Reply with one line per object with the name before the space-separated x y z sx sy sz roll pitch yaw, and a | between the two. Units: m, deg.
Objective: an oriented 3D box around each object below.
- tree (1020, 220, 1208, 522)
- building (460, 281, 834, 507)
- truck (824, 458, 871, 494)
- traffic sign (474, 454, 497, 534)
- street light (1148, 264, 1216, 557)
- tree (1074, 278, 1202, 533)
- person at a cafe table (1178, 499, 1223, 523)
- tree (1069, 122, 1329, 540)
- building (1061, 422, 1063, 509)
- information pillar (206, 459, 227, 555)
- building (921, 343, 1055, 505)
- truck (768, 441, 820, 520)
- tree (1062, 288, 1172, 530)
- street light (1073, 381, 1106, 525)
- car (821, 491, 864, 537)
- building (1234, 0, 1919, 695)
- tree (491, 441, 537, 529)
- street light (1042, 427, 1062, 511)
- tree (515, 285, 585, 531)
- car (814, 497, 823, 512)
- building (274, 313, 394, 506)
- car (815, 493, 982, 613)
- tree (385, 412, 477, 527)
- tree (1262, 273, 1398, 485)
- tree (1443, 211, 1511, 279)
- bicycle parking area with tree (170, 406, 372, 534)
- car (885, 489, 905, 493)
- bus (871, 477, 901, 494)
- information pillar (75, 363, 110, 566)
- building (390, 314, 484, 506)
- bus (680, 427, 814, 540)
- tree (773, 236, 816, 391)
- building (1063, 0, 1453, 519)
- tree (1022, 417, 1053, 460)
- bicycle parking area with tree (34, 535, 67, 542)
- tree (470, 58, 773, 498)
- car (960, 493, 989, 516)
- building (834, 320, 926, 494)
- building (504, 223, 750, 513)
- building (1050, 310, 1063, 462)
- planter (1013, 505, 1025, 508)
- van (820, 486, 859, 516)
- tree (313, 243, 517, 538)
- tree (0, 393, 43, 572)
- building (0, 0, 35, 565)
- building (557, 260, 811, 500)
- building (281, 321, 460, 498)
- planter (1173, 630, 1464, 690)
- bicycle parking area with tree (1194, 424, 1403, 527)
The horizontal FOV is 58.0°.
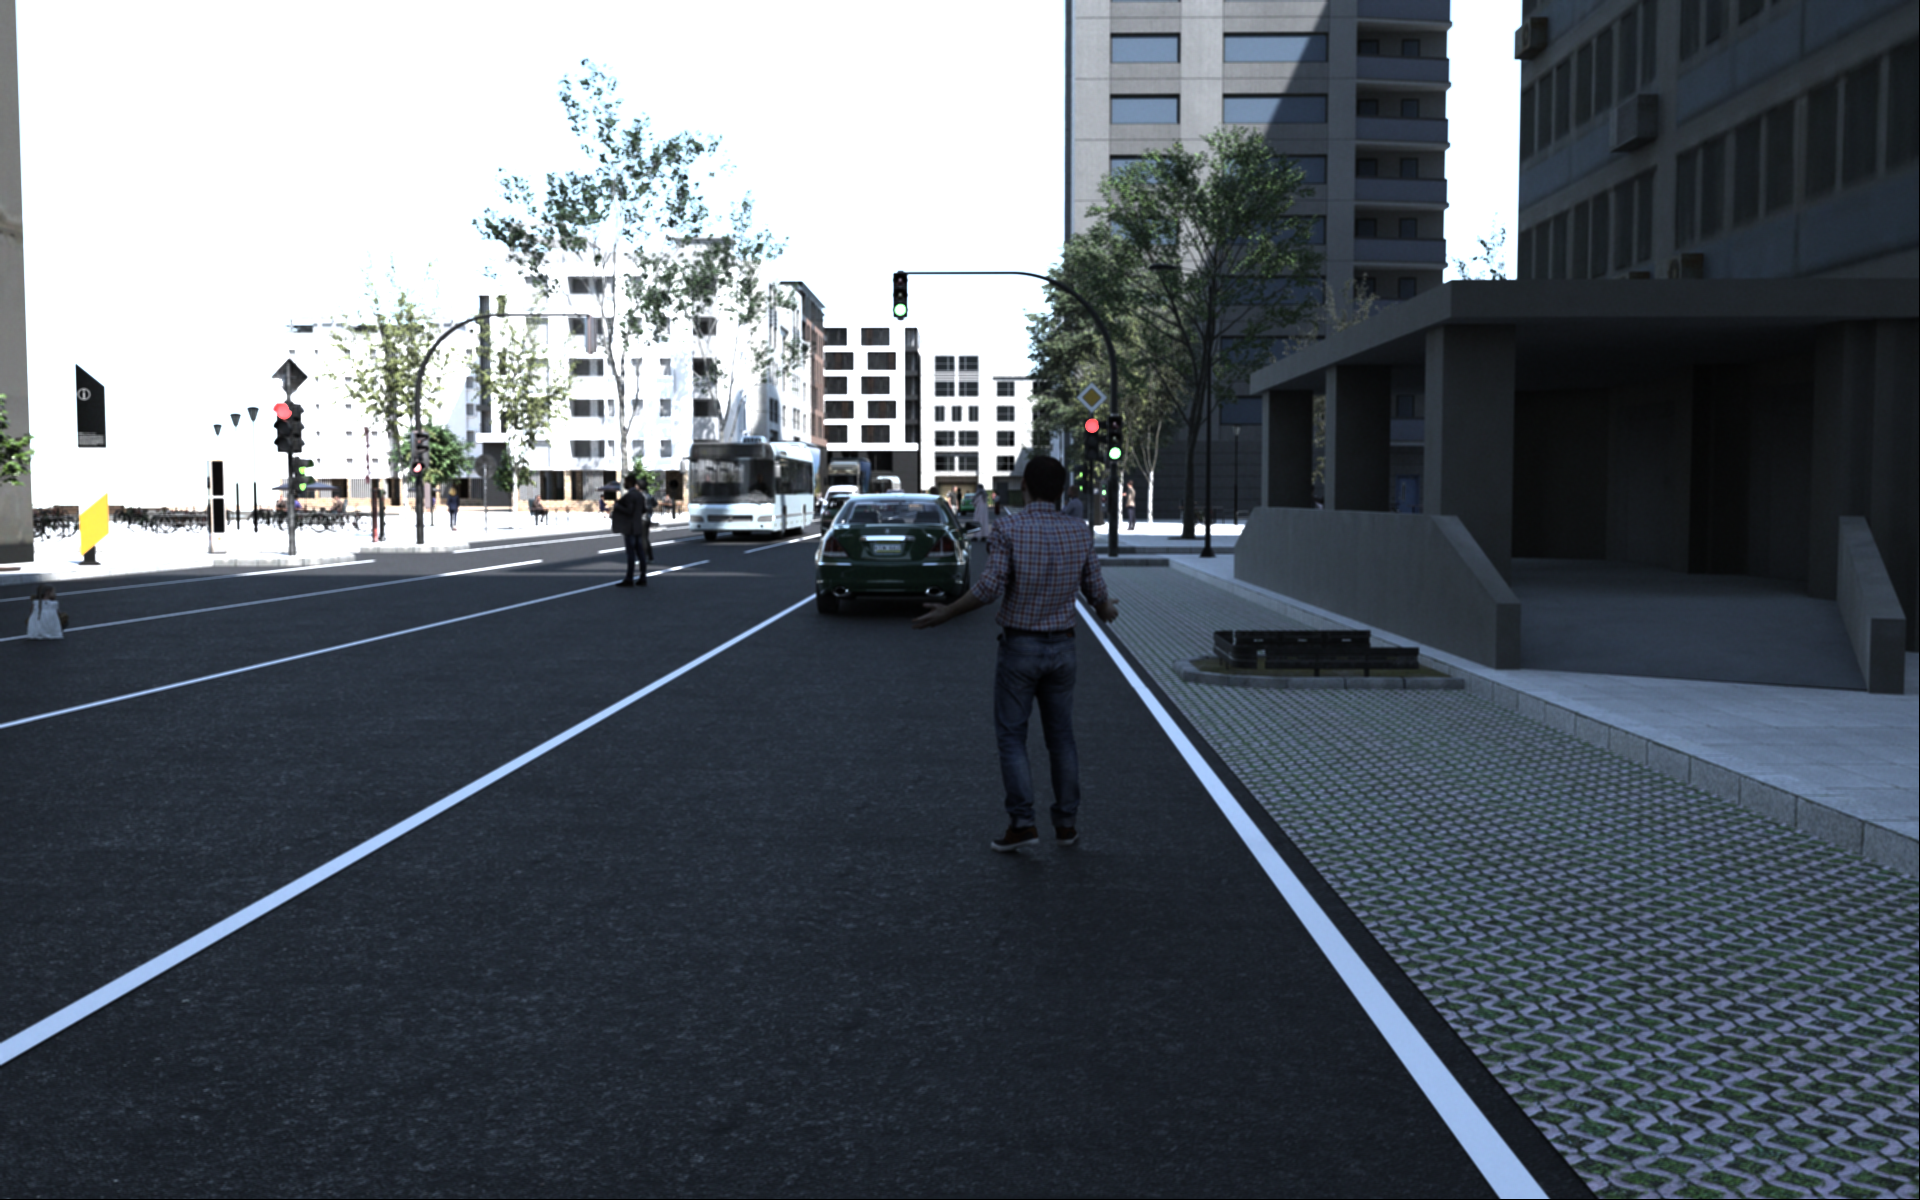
tree | 7.247 -10.641 80.638 9.857 13.997 8.962 0 3 0
building | -31.082 -20.568 180.260 32.646 21.610 27.936 0 4 1
truck | -8.716 -9.005 136.141 2.839 4.237 11.283 0 4 2
traffic sign | -15.132 -3.372 55.236 0.768 2.556 0.104 1 4 10
street light | 4.497 -3.824 35.069 1.470 5.913 1.316 0 4 1
tree | 6.176 -6.538 57.253 4.360 8.622 3.978 0 3 0
person at a cafe table | 10.380 -4.002 76.301 1.698 1.238 1.726 -2 4 -30
tree | 6.631 -7.519 48.699 9.928 11.665 9.643 0 3 0
building | 12.690 -11.776 134.677 9.099 9.664 28.070 0 4 1
information pillar | -15.789 -1.974 36.773 0.304 2.012 0.304 -3 5 -39
building | 11.297 -21.079 211.101 31.486 18.905 16.747 0 4 1
truck | -9.485 -6.418 93.851 2.839 4.237 11.283 0 4 3
tree | 5.766 -6.866 62.628 4.737 8.622 4.395 0 3 0
street light | 5.323 -6.039 71.283 1.470 5.913 1.316 0 4 1
car | -3.541 -2.884 56.942 2.009 1.686 4.222 0 4 2
building | 20.158 -19.948 18.024 32.217 40.220 23.993 0 4 1
tree | -16.754 -4.247 64.041 1.663 3.219 1.824 0 3 0
street light | 6.324 -8.917 118.340 1.470 5.913 1.316 0 4 1
tree | -15.217 -6.706 60.011 4.737 8.622 4.395 0 3 0
car | -11.729 -7.570 136.343 1.945 1.354 3.894 0 4 1
building | -65.503 -20.267 187.779 11.380 20.091 16.016 0 4 1
car | -0.793 -0.644 22.326 2.131 1.459 4.920 0 4 1
tree | -20.952 -5.178 68.367 4.285 4.588 4.351 0 3 0
tree | 12.529 -6.560 57.622 4.360 8.622 3.978 0 3 0
tree | 14.657 -5.850 46.014 4.737 8.622 4.395 0 3 0
bicycle parking area with tree | -24.546 -4.408 59.079 9.016 4.147 8.231 -1 4 -15
car | -5.394 -8.277 143.995 2.281 1.827 5.304 0 4 2
bus | -7.847 -11.182 177.684 2.948 3.499 13.247 0 4 2
information pillar | -15.527 -2.423 30.973 0.504 3.616 0.183 -1 4 -12
building | -52.944 -20.281 188.019 11.380 20.091 16.016 0 4 1
bus | -6.727 -3.798 56.951 2.948 3.499 13.247 0 4 1
tree | -15.143 -15.514 109.548 12.611 20.169 13.585 0 3 0
building | 16.522 -34.122 99.901 21.231 58.520 28.212 0 4 1
tree | 7.763 -13.025 163.324 4.737 8.622 4.395 0 3 0
bicycle parking area with tree | -28.351 -3.736 48.083 9.016 4.147 8.231 0 4 -3
tree | -16.504 -13.607 78.367 12.611 20.169 13.585 0 3 0
car | 0.974 -6.596 116.648 1.959 1.807 4.718 0 4 3
building | -20.949 -22.820 217.077 32.646 21.610 27.936 0 4 1
building | -23.330 -16.441 125.228 16.016 20.091 11.380 0 4 1
building | 16.136 -18.223 154.362 16.016 20.091 11.380 0 4 1
planter | 5.909 -9.255 172.459 1.991 0.319 1.994 0 4 1
van | -5.786 -4.747 84.619 2.013 2.044 4.112 0 4 3
tree | -16.358 -6.122 50.460 4.737 8.622 4.395 0 3 0
tree | -16.047 -2.085 28.693 1.663 3.219 1.824 0 3 0
building | -28.105 -24.278 20.654 21.600 48.544 21.300 0 4 1
building | -22.676 -17.153 146.905 16.747 18.905 31.486 0 4 1
building | -65.164 -22.939 219.034 32.646 21.610 27.936 0 4 1
planter | 2.706 0.461 13.602 1.991 0.319 1.994 0 4 1
bicycle parking area with tree | 13.647 -5.088 70.190 8.231 4.147 9.016 3 4 38
